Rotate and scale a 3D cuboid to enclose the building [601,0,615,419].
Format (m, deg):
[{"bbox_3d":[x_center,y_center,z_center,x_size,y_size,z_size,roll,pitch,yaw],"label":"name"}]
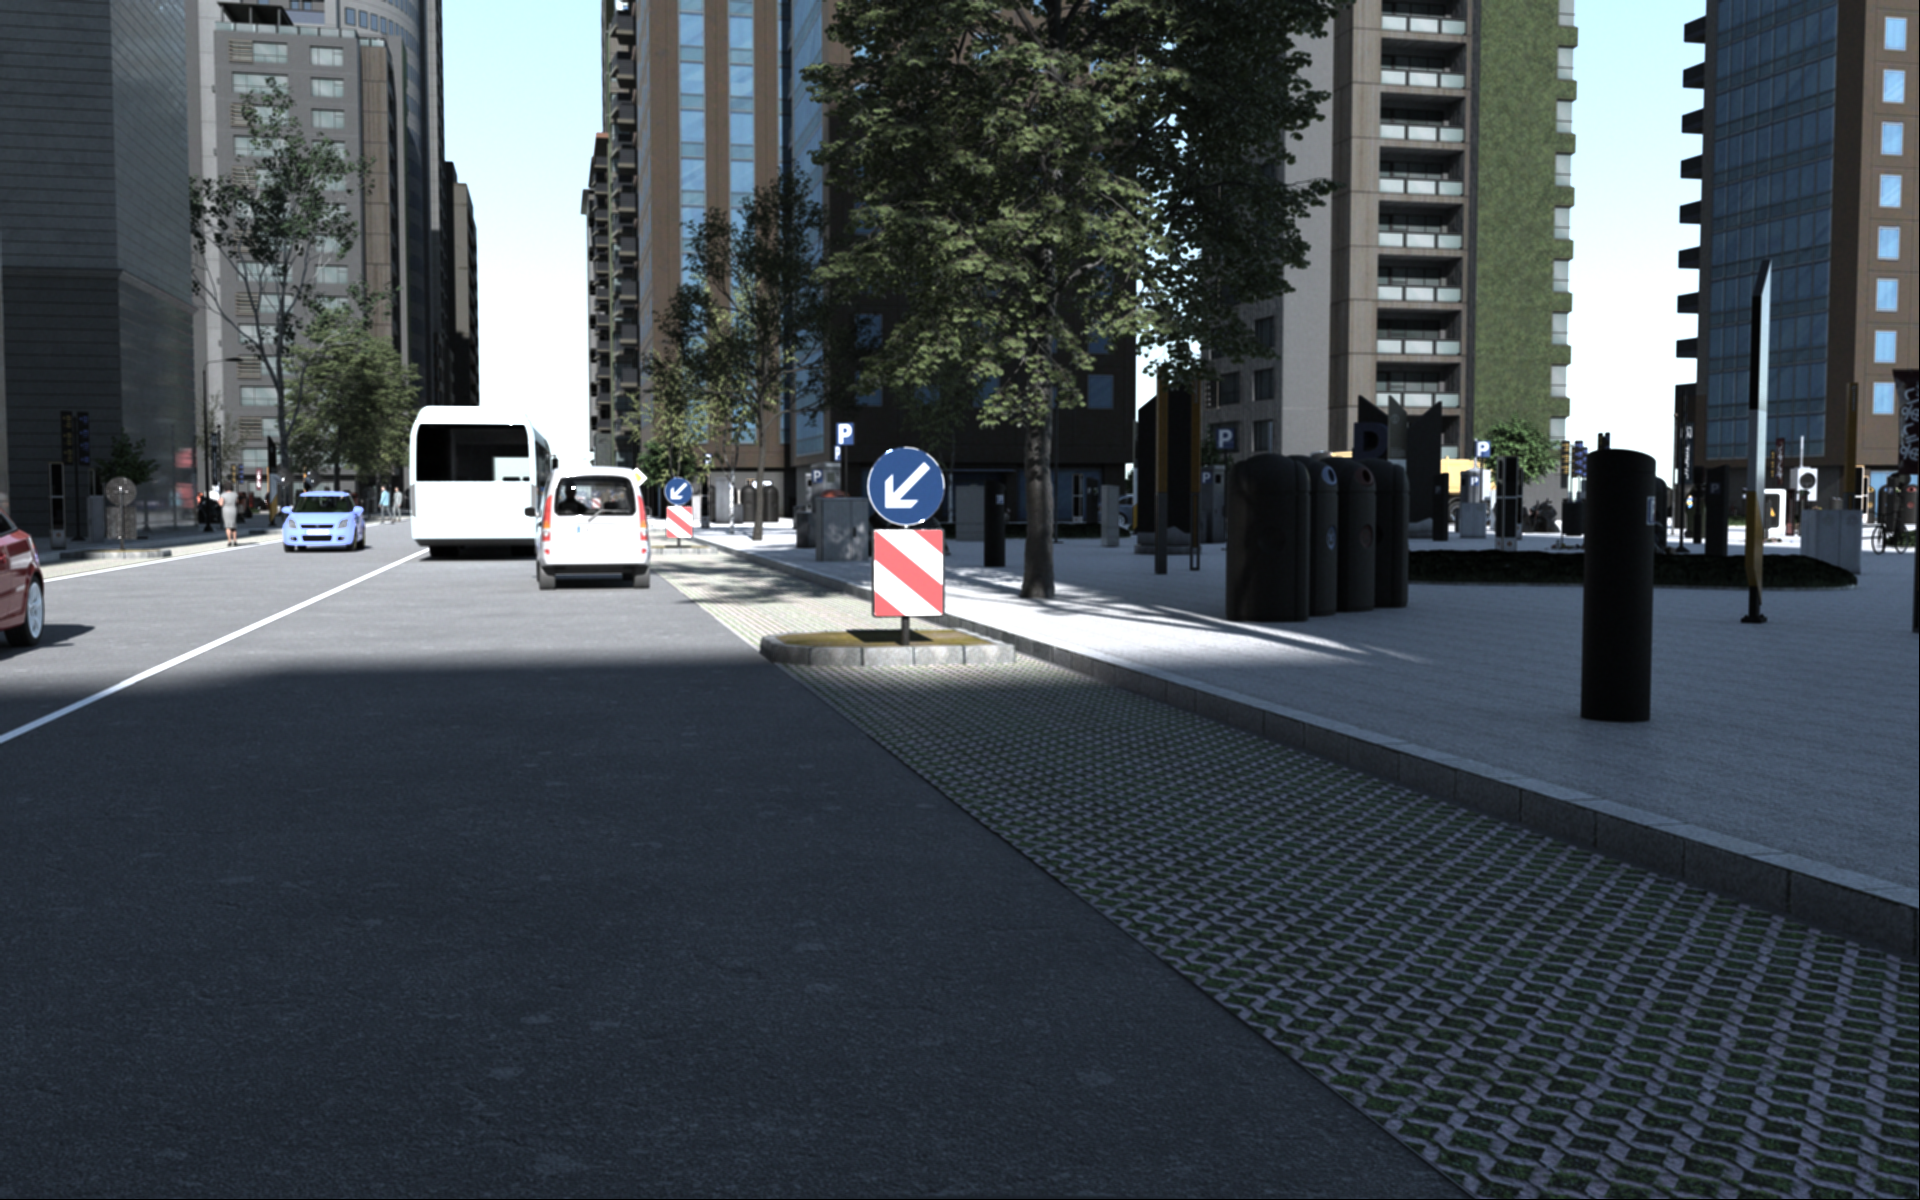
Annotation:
[{"bbox_3d":[-40.944,-49.050,240.211,20.563,71.187,20.611,-1,4,-13],"label":"building"}]

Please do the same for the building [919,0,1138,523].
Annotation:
[{"bbox_3d":[-0.394,-26.519,83.702,14.200,45.320,14.600,-1,4,-13],"label":"building"}]

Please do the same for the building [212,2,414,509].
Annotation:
[{"bbox_3d":[-54.964,-28.439,148.566,14.154,41.232,14.086,-1,4,-13],"label":"building"}]

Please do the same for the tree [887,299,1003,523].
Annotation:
[{"bbox_3d":[-0.587,-6.908,63.314,4.737,8.622,4.395,0,3,0],"label":"tree"}]

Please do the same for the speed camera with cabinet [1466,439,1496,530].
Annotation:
[{"bbox_3d":[18.963,-4.106,61.465,0.660,3.252,2.038,-3,4,-36],"label":"speed camera with cabinet"}]

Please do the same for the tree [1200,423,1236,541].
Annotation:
[{"bbox_3d":[6.679,-3.226,47.354,1.663,3.219,1.824,0,3,0],"label":"tree"}]

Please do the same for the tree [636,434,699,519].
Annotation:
[{"bbox_3d":[-14.950,-6.424,88.744,4.285,4.588,4.351,0,3,0],"label":"tree"}]

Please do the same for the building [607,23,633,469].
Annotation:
[{"bbox_3d":[-24.412,-28.897,156.053,14.154,41.232,14.086,-1,4,-13],"label":"building"}]

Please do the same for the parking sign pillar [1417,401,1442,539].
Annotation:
[{"bbox_3d":[13.309,-3.778,50.242,1.447,3.967,1.447,-2,4,-27],"label":"parking sign pillar"}]

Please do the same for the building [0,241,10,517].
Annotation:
[{"bbox_3d":[-26.065,-13.062,18.076,19.350,26.468,34.151,-1,4,-13],"label":"building"}]

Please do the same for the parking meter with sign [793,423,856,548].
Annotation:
[{"bbox_3d":[-3.251,-2.779,41.699,0.543,3.016,1.738,2,4,34],"label":"parking meter with sign"}]

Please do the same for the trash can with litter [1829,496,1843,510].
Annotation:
[{"bbox_3d":[33.082,-3.375,66.242,2.233,1.210,1.678,0,4,2],"label":"trash can with litter"}]

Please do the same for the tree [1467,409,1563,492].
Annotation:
[{"bbox_3d":[21.389,-5.096,67.026,4.285,4.588,4.351,0,3,0],"label":"tree"}]

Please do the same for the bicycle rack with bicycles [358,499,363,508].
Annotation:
[{"bbox_3d":[-46.635,-7.424,134.765,2.925,0.926,2.852,-2,4,-30],"label":"bicycle rack with bicycles"}]

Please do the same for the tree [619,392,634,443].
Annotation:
[{"bbox_3d":[-13.548,-8.134,83.359,4.737,8.622,4.395,0,3,0],"label":"tree"}]

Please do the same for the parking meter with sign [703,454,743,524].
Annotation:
[{"bbox_3d":[-10.176,-4.799,74.730,1.738,3.016,0.543,2,4,23],"label":"parking meter with sign"}]

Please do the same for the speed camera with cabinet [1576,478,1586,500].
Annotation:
[{"bbox_3d":[40.668,-7.247,112.824,0.660,3.252,2.038,2,4,31],"label":"speed camera with cabinet"}]

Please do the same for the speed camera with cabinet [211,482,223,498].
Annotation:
[{"bbox_3d":[-55.235,-8.222,128.759,0.660,3.252,2.038,-1,4,-14],"label":"speed camera with cabinet"}]

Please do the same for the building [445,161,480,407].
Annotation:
[{"bbox_3d":[-82.219,-38.485,252.924,21.300,48.544,21.600,-1,4,-13],"label":"building"}]

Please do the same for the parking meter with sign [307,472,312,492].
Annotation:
[{"bbox_3d":[-51.178,-8.546,135.995,0.543,3.016,1.738,0,4,-5],"label":"parking meter with sign"}]

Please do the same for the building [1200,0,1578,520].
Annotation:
[{"bbox_3d":[21.306,-24.751,88.268,14.086,41.232,14.154,-1,4,-13],"label":"building"}]

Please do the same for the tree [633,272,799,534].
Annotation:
[{"bbox_3d":[-7.250,-6.411,55.184,4.737,8.622,4.395,0,3,0],"label":"tree"}]

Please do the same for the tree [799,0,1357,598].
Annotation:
[{"bbox_3d":[1.273,-6.322,21.494,7.486,12.596,7.792,0,3,0],"label":"tree"}]

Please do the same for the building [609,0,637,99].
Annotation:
[{"bbox_3d":[-14.391,-28.990,128.609,22.147,44.769,28.867,-1,4,-13],"label":"building"}]

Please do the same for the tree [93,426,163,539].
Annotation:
[{"bbox_3d":[-23.995,-3.363,49.590,1.663,3.219,1.824,0,3,0],"label":"tree"}]

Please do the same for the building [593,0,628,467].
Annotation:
[{"bbox_3d":[-26.481,-52.954,178.470,22.319,86.520,31.000,-1,4,-13],"label":"building"}]

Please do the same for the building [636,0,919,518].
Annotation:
[{"bbox_3d":[-11.109,-27.460,99.082,14.600,45.320,14.200,-1,4,-13],"label":"building"}]

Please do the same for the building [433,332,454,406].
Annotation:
[{"bbox_3d":[-72.380,-21.469,196.055,27.650,21.520,28.899,-1,4,-13],"label":"building"}]

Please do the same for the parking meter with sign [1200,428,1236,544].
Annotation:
[{"bbox_3d":[6.550,-2.991,45.170,0.543,3.016,1.738,2,4,35],"label":"parking meter with sign"}]

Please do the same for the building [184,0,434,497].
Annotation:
[{"bbox_3d":[-63.139,-38.276,167.813,21.231,58.520,28.212,-1,4,-13],"label":"building"}]

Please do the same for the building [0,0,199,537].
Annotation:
[{"bbox_3d":[-40.545,-16.846,52.920,29.804,29.767,11.434,-1,4,-13],"label":"building"}]

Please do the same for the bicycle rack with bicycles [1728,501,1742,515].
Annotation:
[{"bbox_3d":[39.777,-4.497,86.910,2.852,0.926,2.925,-1,4,-17],"label":"bicycle rack with bicycles"}]

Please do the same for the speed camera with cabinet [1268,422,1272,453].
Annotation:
[{"bbox_3d":[9.158,-3.232,47.180,2.038,3.252,0.660,2,4,27],"label":"speed camera with cabinet"}]

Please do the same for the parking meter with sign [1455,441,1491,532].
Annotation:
[{"bbox_3d":[16.935,-3.742,57.446,0.543,3.016,1.738,0,4,-8],"label":"parking meter with sign"}]

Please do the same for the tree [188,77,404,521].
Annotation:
[{"bbox_3d":[-32.766,-13.782,81.229,12.611,20.169,13.585,0,3,0],"label":"tree"}]

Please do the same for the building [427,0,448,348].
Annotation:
[{"bbox_3d":[-77.312,-48.532,231.744,20.563,71.187,20.611,-1,4,-13],"label":"building"}]

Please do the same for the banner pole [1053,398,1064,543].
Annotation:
[{"bbox_3d":[2.288,-3.383,45.323,0.863,3.779,0.401,0,4,7],"label":"banner pole"}]

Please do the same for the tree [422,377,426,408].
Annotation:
[{"bbox_3d":[-41.361,-12.545,123.232,7.486,12.596,7.792,0,3,0],"label":"tree"}]

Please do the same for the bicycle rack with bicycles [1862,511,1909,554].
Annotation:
[{"bbox_3d":[20.437,-1.422,36.633,2.852,0.926,2.925,3,5,45],"label":"bicycle rack with bicycles"}]

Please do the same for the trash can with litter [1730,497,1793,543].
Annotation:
[{"bbox_3d":[21.294,-2.147,46.161,1.678,1.210,2.233,2,4,33],"label":"trash can with litter"}]

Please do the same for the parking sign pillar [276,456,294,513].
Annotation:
[{"bbox_3d":[-47.072,-8.071,120.430,1.447,3.967,1.447,-2,4,-27],"label":"parking sign pillar"}]

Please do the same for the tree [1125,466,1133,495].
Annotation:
[{"bbox_3d":[11.995,-7.662,119.868,1.663,3.219,1.824,0,3,0],"label":"tree"}]

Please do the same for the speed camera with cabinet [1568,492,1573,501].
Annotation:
[{"bbox_3d":[43.014,-7.958,124.447,0.660,3.252,2.038,-2,4,-33],"label":"speed camera with cabinet"}]

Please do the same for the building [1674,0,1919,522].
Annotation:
[{"bbox_3d":[48.828,-27.002,91.596,14.200,45.320,14.600,-1,4,-13],"label":"building"}]

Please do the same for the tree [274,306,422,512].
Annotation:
[{"bbox_3d":[-37.378,-11.421,104.868,7.486,12.596,7.792,0,3,0],"label":"tree"}]

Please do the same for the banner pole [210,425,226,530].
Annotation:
[{"bbox_3d":[-26.697,-4.418,62.251,0.401,3.779,0.863,0,4,3],"label":"banner pole"}]

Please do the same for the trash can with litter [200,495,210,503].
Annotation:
[{"bbox_3d":[-45.767,-5.688,104.055,2.233,1.210,1.678,-1,4,-23],"label":"trash can with litter"}]

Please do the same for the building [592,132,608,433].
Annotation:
[{"bbox_3d":[-32.826,-33.922,209.250,22.147,44.769,28.867,-1,4,-13],"label":"building"}]

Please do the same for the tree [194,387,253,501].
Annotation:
[{"bbox_3d":[-51.706,-10.397,120.359,4.360,8.622,3.978,0,3,0],"label":"tree"}]

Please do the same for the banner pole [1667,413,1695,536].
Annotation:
[{"bbox_3d":[22.256,-3.881,53.471,0.401,3.779,0.863,-2,4,-35],"label":"banner pole"}]

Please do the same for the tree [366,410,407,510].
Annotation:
[{"bbox_3d":[-45.866,-11.505,138.476,4.737,8.622,4.395,0,3,0],"label":"tree"}]

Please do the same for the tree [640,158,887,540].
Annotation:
[{"bbox_3d":[-5.270,-6.926,47.653,7.601,10.594,8.767,-1,4,-9],"label":"tree"}]

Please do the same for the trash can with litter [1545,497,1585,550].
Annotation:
[{"bbox_3d":[14.707,-1.789,40.309,2.233,1.210,1.678,1,4,11],"label":"trash can with litter"}]

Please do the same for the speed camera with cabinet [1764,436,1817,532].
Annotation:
[{"bbox_3d":[28.026,-3.951,58.935,2.038,3.252,0.660,0,4,-2],"label":"speed camera with cabinet"}]
